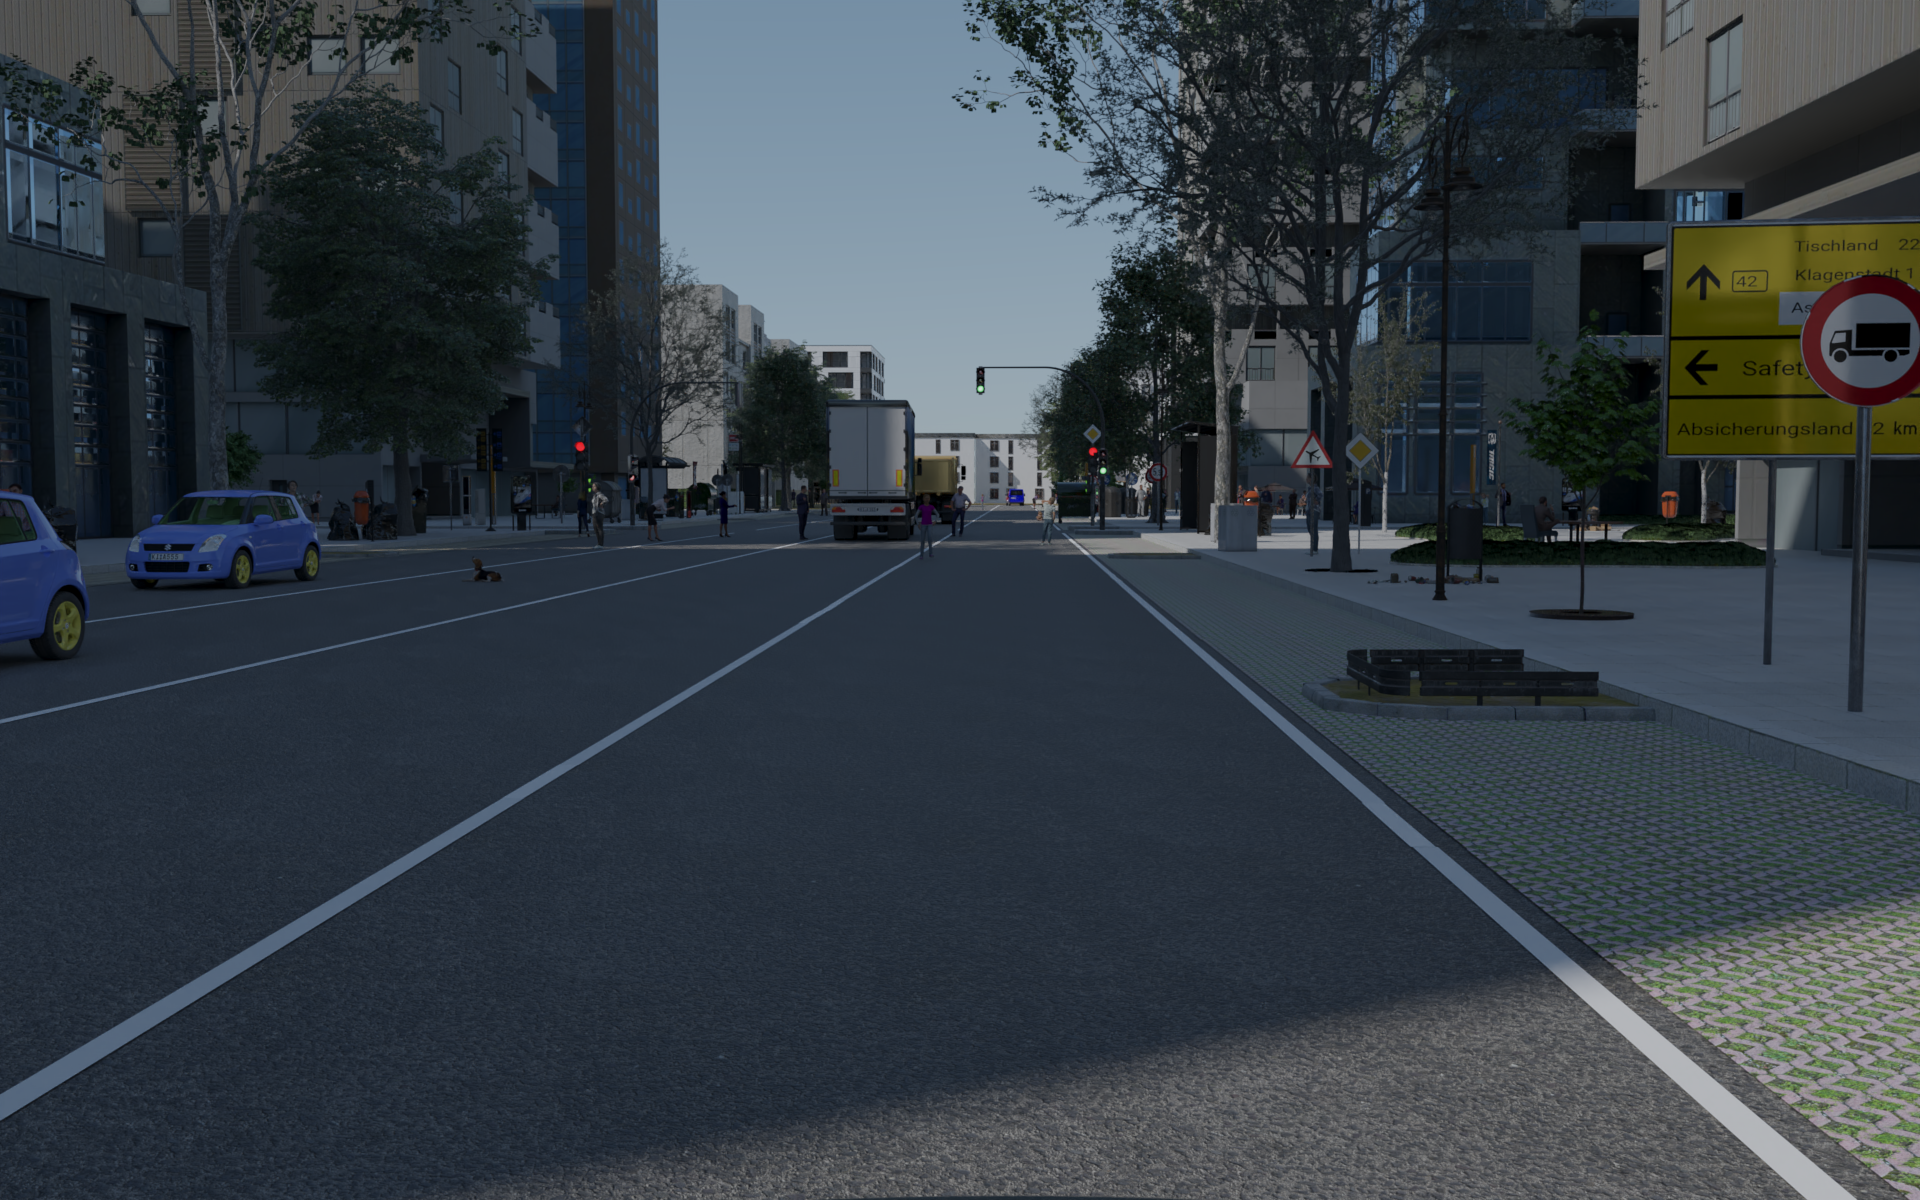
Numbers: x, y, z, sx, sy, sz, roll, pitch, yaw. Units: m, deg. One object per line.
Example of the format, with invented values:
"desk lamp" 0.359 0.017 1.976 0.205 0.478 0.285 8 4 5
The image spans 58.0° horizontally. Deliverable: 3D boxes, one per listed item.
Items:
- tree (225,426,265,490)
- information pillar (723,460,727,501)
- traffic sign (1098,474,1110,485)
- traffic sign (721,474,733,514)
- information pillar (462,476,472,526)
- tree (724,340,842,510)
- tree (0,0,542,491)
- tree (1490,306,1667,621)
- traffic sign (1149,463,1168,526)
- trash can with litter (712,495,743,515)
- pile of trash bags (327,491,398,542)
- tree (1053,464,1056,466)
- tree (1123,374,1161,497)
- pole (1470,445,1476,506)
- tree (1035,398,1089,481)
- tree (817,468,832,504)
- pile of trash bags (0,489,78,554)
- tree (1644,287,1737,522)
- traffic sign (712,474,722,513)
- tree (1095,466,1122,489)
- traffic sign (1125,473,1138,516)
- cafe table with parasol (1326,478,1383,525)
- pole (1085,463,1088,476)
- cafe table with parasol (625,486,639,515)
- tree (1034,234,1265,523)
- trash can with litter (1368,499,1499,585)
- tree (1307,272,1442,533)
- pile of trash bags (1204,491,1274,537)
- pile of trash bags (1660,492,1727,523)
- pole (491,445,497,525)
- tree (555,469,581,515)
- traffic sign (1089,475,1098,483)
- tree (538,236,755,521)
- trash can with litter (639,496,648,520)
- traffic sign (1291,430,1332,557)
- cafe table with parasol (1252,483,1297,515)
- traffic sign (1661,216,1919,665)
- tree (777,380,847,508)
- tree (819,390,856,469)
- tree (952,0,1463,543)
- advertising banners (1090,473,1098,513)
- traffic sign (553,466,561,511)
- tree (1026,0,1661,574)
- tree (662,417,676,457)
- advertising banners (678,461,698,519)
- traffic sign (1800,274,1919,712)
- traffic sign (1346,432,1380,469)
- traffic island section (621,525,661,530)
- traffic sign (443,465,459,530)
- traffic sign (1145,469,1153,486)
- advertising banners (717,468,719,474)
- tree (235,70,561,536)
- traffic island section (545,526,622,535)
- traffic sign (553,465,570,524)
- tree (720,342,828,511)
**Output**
"tree" -32.174 -5.627 75.719 4.285 4.588 4.351 0 3 0
"information pillar" -16.181 -7.828 119.334 0.183 3.616 0.504 -3 4 -36
"traffic sign" 8.562 -6.298 103.075 0.768 2.556 0.104 0 4 3
"traffic sign" -14.687 -6.676 109.265 0.768 2.556 0.104 1 4 10
"information pillar" -20.024 -4.027 70.328 0.304 2.012 0.304 0 4 -4
"tree" -14.247 -14.402 142.132 9.857 13.997 8.962 0 3 0
"tree" -15.798 -11.216 39.263 12.611 20.169 13.585 0 3 0
"tree" 6.590 -1.424 17.892 1.663 3.219 1.824 0 3 0
"traffic sign" 8.049 -4.295 70.330 0.768 2.556 0.104 1 4 10
"trash can with litter" -14.621 -5.919 107.836 2.233 1.210 1.678 0 4 -2
"pile of trash bags" -16.590 -2.343 48.068 1.912 1.369 3.447 -1 4 -20
"tree" 13.352 -16.051 212.790 4.360 8.622 3.978 0 3 0
"tree" 9.670 -9.081 98.839 4.360 8.622 3.978 0 3 0
"pole" 21.128 -4.741 71.359 0.158 3.312 0.155 0 3 0
"tree" 11.211 -15.946 178.849 7.486 12.596 7.792 0 3 0
"tree" -12.602 -11.306 168.559 4.285 4.588 4.351 0 3 0
"pile of trash bags" -17.321 -1.354 31.888 1.912 1.369 3.447 -2 4 -23
"tree" 24.139 -6.455 55.900 4.360 8.622 3.978 0 3 0
"traffic sign" -15.637 -6.813 111.505 0.768 2.556 0.104 1 4 10
"tree" 9.407 -6.899 107.398 1.663 3.219 1.824 0 3 0
"traffic sign" 10.198 -6.284 102.844 0.768 2.556 0.104 0 4 6
"cafe table with parasol" 16.650 -4.180 73.210 2.610 1.966 2.610 -3 4 -39
"pole" 8.358 -7.382 114.537 0.158 3.312 0.155 0 3 0
"cafe table with parasol" -18.182 -5.887 101.119 2.610 1.966 2.610 0 4 -6
"tree" 8.601 -9.741 76.277 9.611 12.733 9.660 0 3 0
"trash can with litter" 6.903 -0.859 25.110 2.233 1.210 1.678 -1 4 -8
"tree" 14.001 -6.561 57.642 4.360 8.622 3.978 0 3 0
"pile of trash bags" 8.630 -2.636 52.844 1.912 1.369 3.447 0 4 -2
"pile of trash bags" 26.268 -3.110 60.600 3.447 1.369 1.912 3 5 40
"pole" -19.573 -4.821 72.668 0.158 3.312 0.155 0 3 0
"tree" -24.504 -6.890 107.258 1.663 3.219 1.824 0 3 0
"traffic sign" 8.726 -6.985 114.315 0.768 2.556 0.104 0 4 6
"tree" -14.863 -10.551 82.874 12.009 13.543 11.850 0 3 0
"trash can with litter" -15.820 -4.655 87.491 0.624 1.170 1.055 -2 4 -28
"traffic sign" 7.210 -2.168 35.447 0.884 2.594 0.081 1 4 10
"cafe table with parasol" 18.931 -6.085 104.352 2.610 1.966 2.610 1 4 19
"traffic sign" 6.394 -1.163 12.881 2.265 3.308 0.079 0 4 8
"tree" -13.157 -14.051 155.483 9.928 11.665 9.643 0 3 0
"tree" -12.436 -16.579 189.197 7.486 12.596 7.792 0 3 0
"tree" 5.981 -11.494 43.822 12.611 20.169 13.585 0 3 0
"advertising banners" 9.652 -7.562 119.826 2.074 3.025 0.090 -3 5 -43
"traffic sign" -17.538 -4.652 76.160 0.768 2.556 0.104 0 4 3
"tree" 6.180 -7.209 28.240 12.009 13.543 11.850 0 3 0
"tree" -24.144 -11.292 134.989 4.360 8.622 3.978 0 3 0
"advertising banners" -14.375 -5.839 91.654 0.090 3.025 2.074 1 4 21
"traffic sign" 5.286 -0.614 10.149 0.768 2.556 0.104 0 4 7
"traffic sign" 8.493 -2.261 36.707 0.795 2.593 0.064 0 4 8
"traffic island section" -13.317 -2.940 70.356 2.009 0.180 2.903 0 4 2
"traffic sign" -17.954 -3.606 61.081 0.606 2.300 0.079 1 4 9
"traffic sign" 9.390 -5.154 84.373 0.768 2.556 0.104 1 4 11
"advertising banners" -16.205 -7.398 117.141 0.090 3.025 2.074 -1 4 -19
"tree" -17.075 -8.935 52.738 9.857 13.997 8.962 0 3 0
"traffic island section" -13.584 -2.452 62.375 2.009 0.180 2.903 0 4 2
"traffic sign" -17.345 -4.604 75.378 0.768 2.556 0.104 1 4 10
"tree" -13.473 -13.107 131.304 9.611 12.733 9.660 0 3 0
